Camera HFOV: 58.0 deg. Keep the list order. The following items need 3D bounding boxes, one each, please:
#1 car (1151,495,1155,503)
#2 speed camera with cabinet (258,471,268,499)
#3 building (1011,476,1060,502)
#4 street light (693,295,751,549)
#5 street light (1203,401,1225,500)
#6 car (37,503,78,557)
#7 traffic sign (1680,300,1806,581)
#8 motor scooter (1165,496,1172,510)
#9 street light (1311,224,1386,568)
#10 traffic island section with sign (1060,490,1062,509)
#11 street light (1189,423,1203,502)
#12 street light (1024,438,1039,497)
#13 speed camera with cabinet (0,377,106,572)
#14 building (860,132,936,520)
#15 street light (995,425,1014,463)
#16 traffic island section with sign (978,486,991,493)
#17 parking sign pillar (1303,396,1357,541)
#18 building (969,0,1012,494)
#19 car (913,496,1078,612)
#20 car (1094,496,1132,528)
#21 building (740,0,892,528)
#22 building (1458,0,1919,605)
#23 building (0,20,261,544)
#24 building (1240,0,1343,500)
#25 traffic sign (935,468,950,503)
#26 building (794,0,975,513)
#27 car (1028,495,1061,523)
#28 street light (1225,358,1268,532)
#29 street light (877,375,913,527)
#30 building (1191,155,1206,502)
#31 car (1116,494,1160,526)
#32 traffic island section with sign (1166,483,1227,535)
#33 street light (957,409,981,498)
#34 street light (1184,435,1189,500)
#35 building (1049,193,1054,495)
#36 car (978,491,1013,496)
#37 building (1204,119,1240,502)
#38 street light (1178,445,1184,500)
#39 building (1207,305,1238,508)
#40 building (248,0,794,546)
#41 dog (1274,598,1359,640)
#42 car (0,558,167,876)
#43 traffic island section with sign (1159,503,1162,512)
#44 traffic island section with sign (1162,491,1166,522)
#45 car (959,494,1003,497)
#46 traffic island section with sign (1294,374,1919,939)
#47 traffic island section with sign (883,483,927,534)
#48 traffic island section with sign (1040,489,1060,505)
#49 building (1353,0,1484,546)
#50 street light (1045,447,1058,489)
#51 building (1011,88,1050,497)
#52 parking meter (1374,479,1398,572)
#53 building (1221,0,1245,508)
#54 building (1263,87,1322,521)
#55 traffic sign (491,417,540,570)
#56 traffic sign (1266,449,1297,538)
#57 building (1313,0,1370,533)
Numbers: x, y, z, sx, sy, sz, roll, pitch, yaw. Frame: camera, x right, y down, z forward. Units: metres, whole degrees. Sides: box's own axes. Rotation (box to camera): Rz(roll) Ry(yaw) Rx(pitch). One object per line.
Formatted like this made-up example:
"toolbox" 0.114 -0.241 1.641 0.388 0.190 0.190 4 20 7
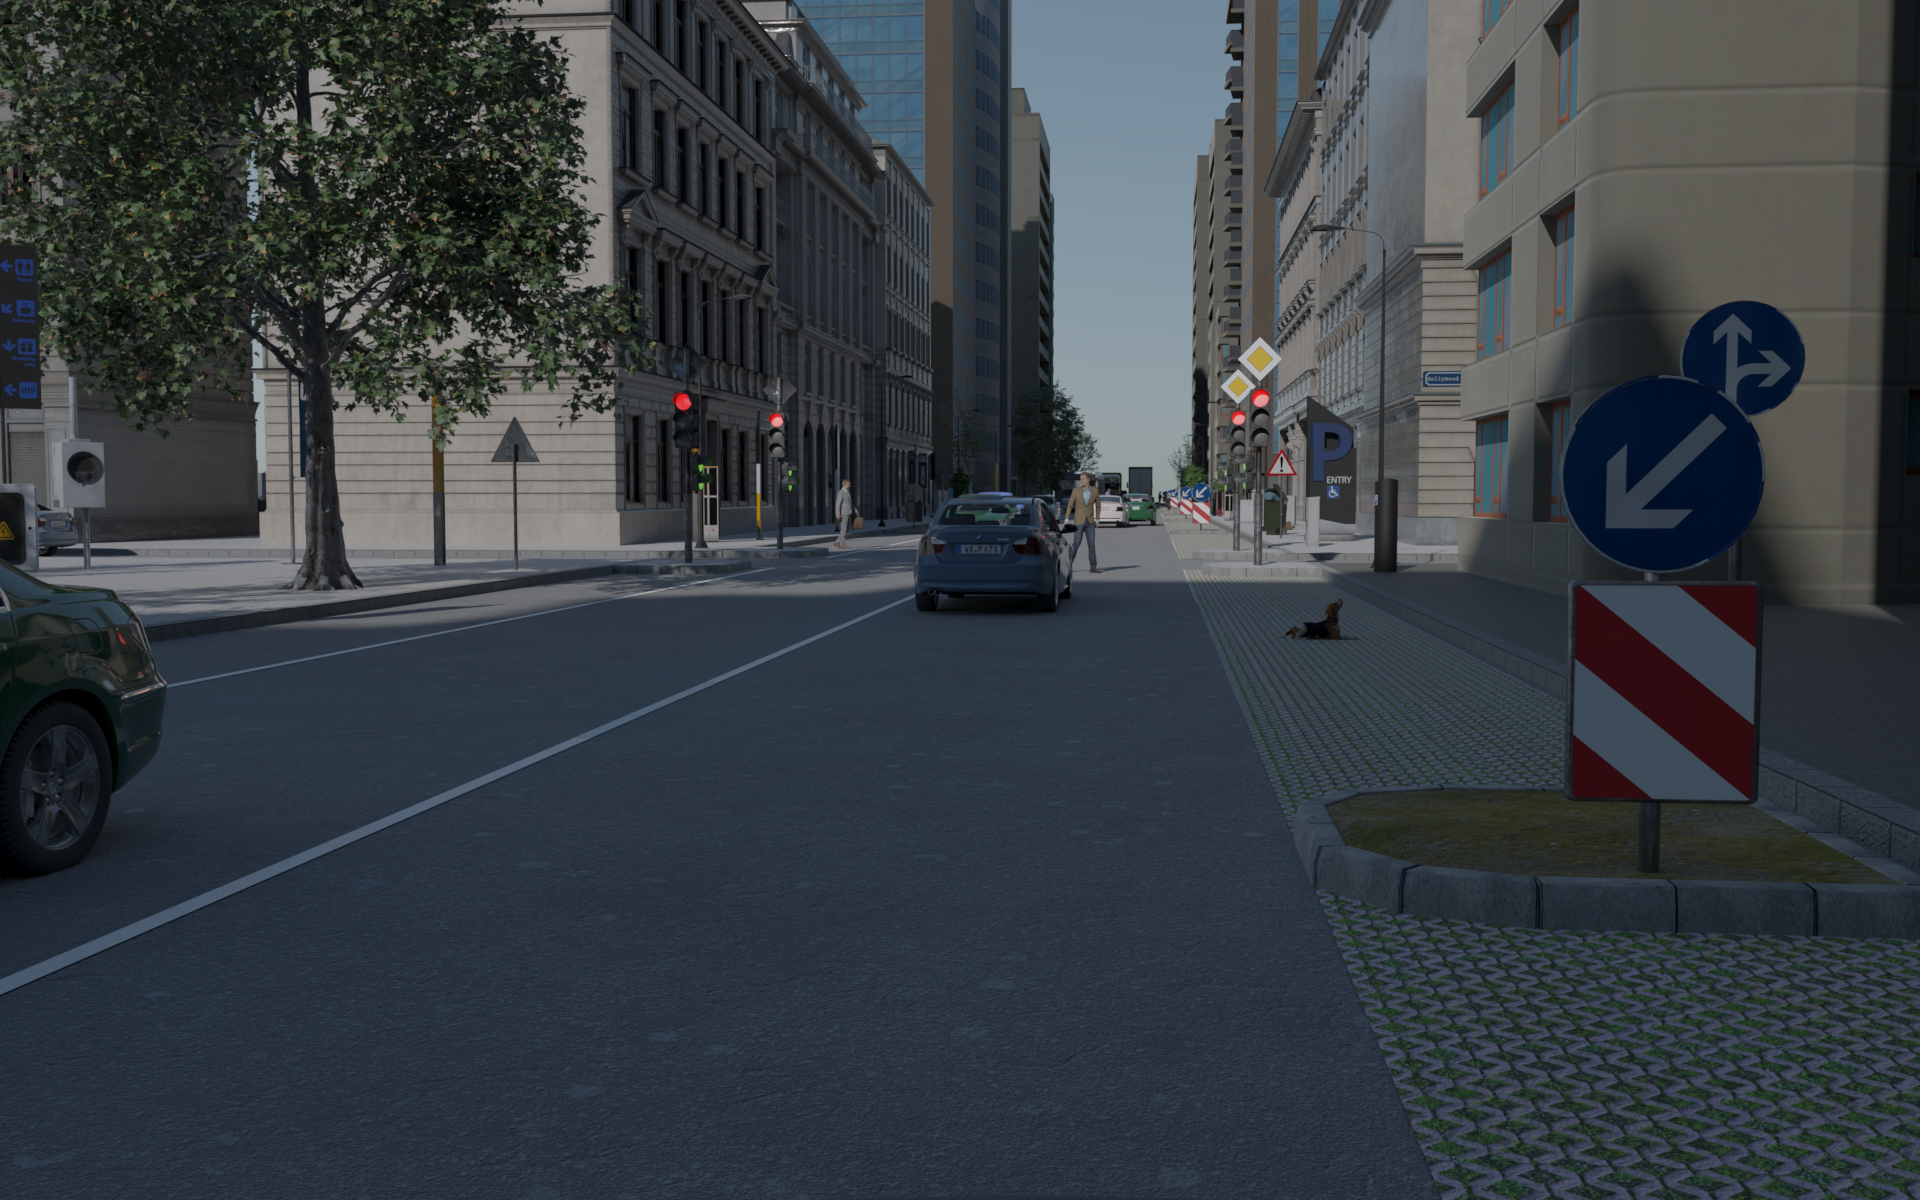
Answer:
"car" 28.084 -14.992 257.691 1.945 1.354 3.894 0 4 7
"speed camera with cabinet" -27.810 -4.714 71.402 2.038 3.252 0.660 -3 4 -38
"building" -1.463 -34.127 249.864 32.217 40.220 23.993 0 4 6
"street light" -5.557 -4.161 40.575 1.470 5.913 1.316 0 4 6
"street light" 13.030 -6.971 86.518 1.470 5.913 1.316 0 4 6
"car" -22.050 -1.622 38.524 4.499 1.417 2.014 0 4 7
"traffic sign" 5.166 -0.698 11.511 0.768 2.556 0.104 1 4 13
"motor scooter" 17.967 -8.327 148.930 0.815 1.314 1.986 1 4 8
"street light" 6.735 -3.508 29.898 1.470 5.913 1.316 0 4 6
"traffic island section with sign" 9.841 -9.659 166.547 1.989 1.847 2.006 0 4 6
"street light" 15.962 -8.625 113.561 1.470 5.913 1.316 0 4 6
"street light" 5.906 -10.519 144.529 1.470 5.913 1.316 0 4 6
"speed camera with cabinet" -15.359 -2.104 28.733 2.038 3.252 0.660 -3 5 -43
"building" -7.278 -15.052 95.247 9.793 20.994 18.267 0 4 6
"street light" 2.926 -8.793 116.299 1.470 5.913 1.316 0 4 6
"traffic island section with sign" 1.302 -4.965 89.814 1.989 1.847 2.006 0 4 6
"parking sign pillar" 10.173 -3.608 47.467 1.447 3.967 1.447 0 4 -5
"building" -7.313 -36.820 144.010 21.231 58.520 28.212 0 4 6
"car" 0.492 -0.637 22.419 2.014 1.417 4.499 0 4 7
"car" 6.319 -3.806 74.597 2.083 1.381 4.827 0 4 8
"building" -11.276 -14.211 74.154 13.314 21.916 24.055 0 4 6
"building" 20.525 -10.251 12.649 27.650 21.520 28.899 0 4 6
"building" -31.135 -12.259 49.585 18.267 20.994 9.793 0 4 6
"building" 27.053 -28.788 120.791 14.600 45.320 14.200 0 4 6
"traffic sign" -0.862 -5.239 85.765 0.768 2.556 0.104 1 4 13
"building" -6.551 -28.900 122.632 14.600 45.320 14.200 0 4 6
"car" 3.958 -4.453 84.812 2.014 1.417 4.499 0 4 8
"street light" 9.921 -5.303 59.243 1.470 5.913 1.316 0 4 6
"street light" -2.526 -5.822 67.737 1.470 5.913 1.316 0 4 6
"building" 42.421 -37.345 234.298 21.300 48.544 21.600 0 4 6
"car" 8.075 -4.132 79.349 2.131 1.459 4.920 0 4 6
"traffic island section with sign" 8.440 -3.235 61.524 1.989 1.847 2.006 0 4 6
"street light" 0.450 -7.476 94.775 1.470 5.913 1.316 0 4 6
"street light" 18.399 -9.938 135.035 1.470 5.913 1.316 0 4 6
"building" 5.032 -33.386 229.454 14.154 41.232 14.086 0 4 6
"car" 1.101 -2.804 55.439 1.945 1.707 3.694 0 4 4
"building" 41.515 -36.025 212.706 21.300 48.544 21.600 0 4 6
"street light" 21.516 -11.625 162.605 1.470 5.913 1.316 0 4 6
"building" 38.964 -19.954 171.288 27.650 21.520 28.899 0 4 6
"building" -12.135 -11.459 51.987 10.561 19.102 19.286 0 4 6
"dog" 3.507 0.192 17.059 0.550 0.427 0.748 -3 5 -40
"car" -4.466 0.396 5.326 2.131 1.459 4.920 0 4 7
"traffic island section with sign" 16.897 -7.885 137.544 1.989 1.847 2.006 0 4 6
"traffic island section with sign" 11.467 -4.899 88.726 1.989 1.847 2.006 0 4 6
"car" 0.587 -2.206 47.863 2.131 1.459 4.920 0 4 5
"traffic island section with sign" 2.319 0.126 6.567 1.989 1.847 2.006 0 4 6
"traffic island section with sign" -1.669 -3.327 63.022 1.989 1.847 2.006 0 4 6
"traffic island section with sign" 6.796 -7.979 139.088 1.989 1.847 2.006 0 4 6
"building" 28.744 -13.853 45.587 34.723 24.649 14.460 0 4 6
"street light" 9.004 -12.183 171.730 1.470 5.913 1.316 0 4 6
"building" -0.300 -35.959 211.623 21.300 48.544 21.600 0 4 6
"parking meter" 7.002 -1.227 28.466 0.372 1.533 0.369 0 3 0
"building" 32.900 -29.796 141.785 22.147 44.769 28.867 0 4 6
"building" 21.499 -14.750 92.071 10.553 20.767 40.483 0 4 6
"traffic sign" -7.487 -1.782 29.147 0.884 2.594 0.081 1 4 12
"traffic sign" 9.279 -3.058 50.008 0.884 2.594 0.081 1 4 12
"building" 18.506 -13.063 62.730 9.793 20.994 18.267 0 4 6
